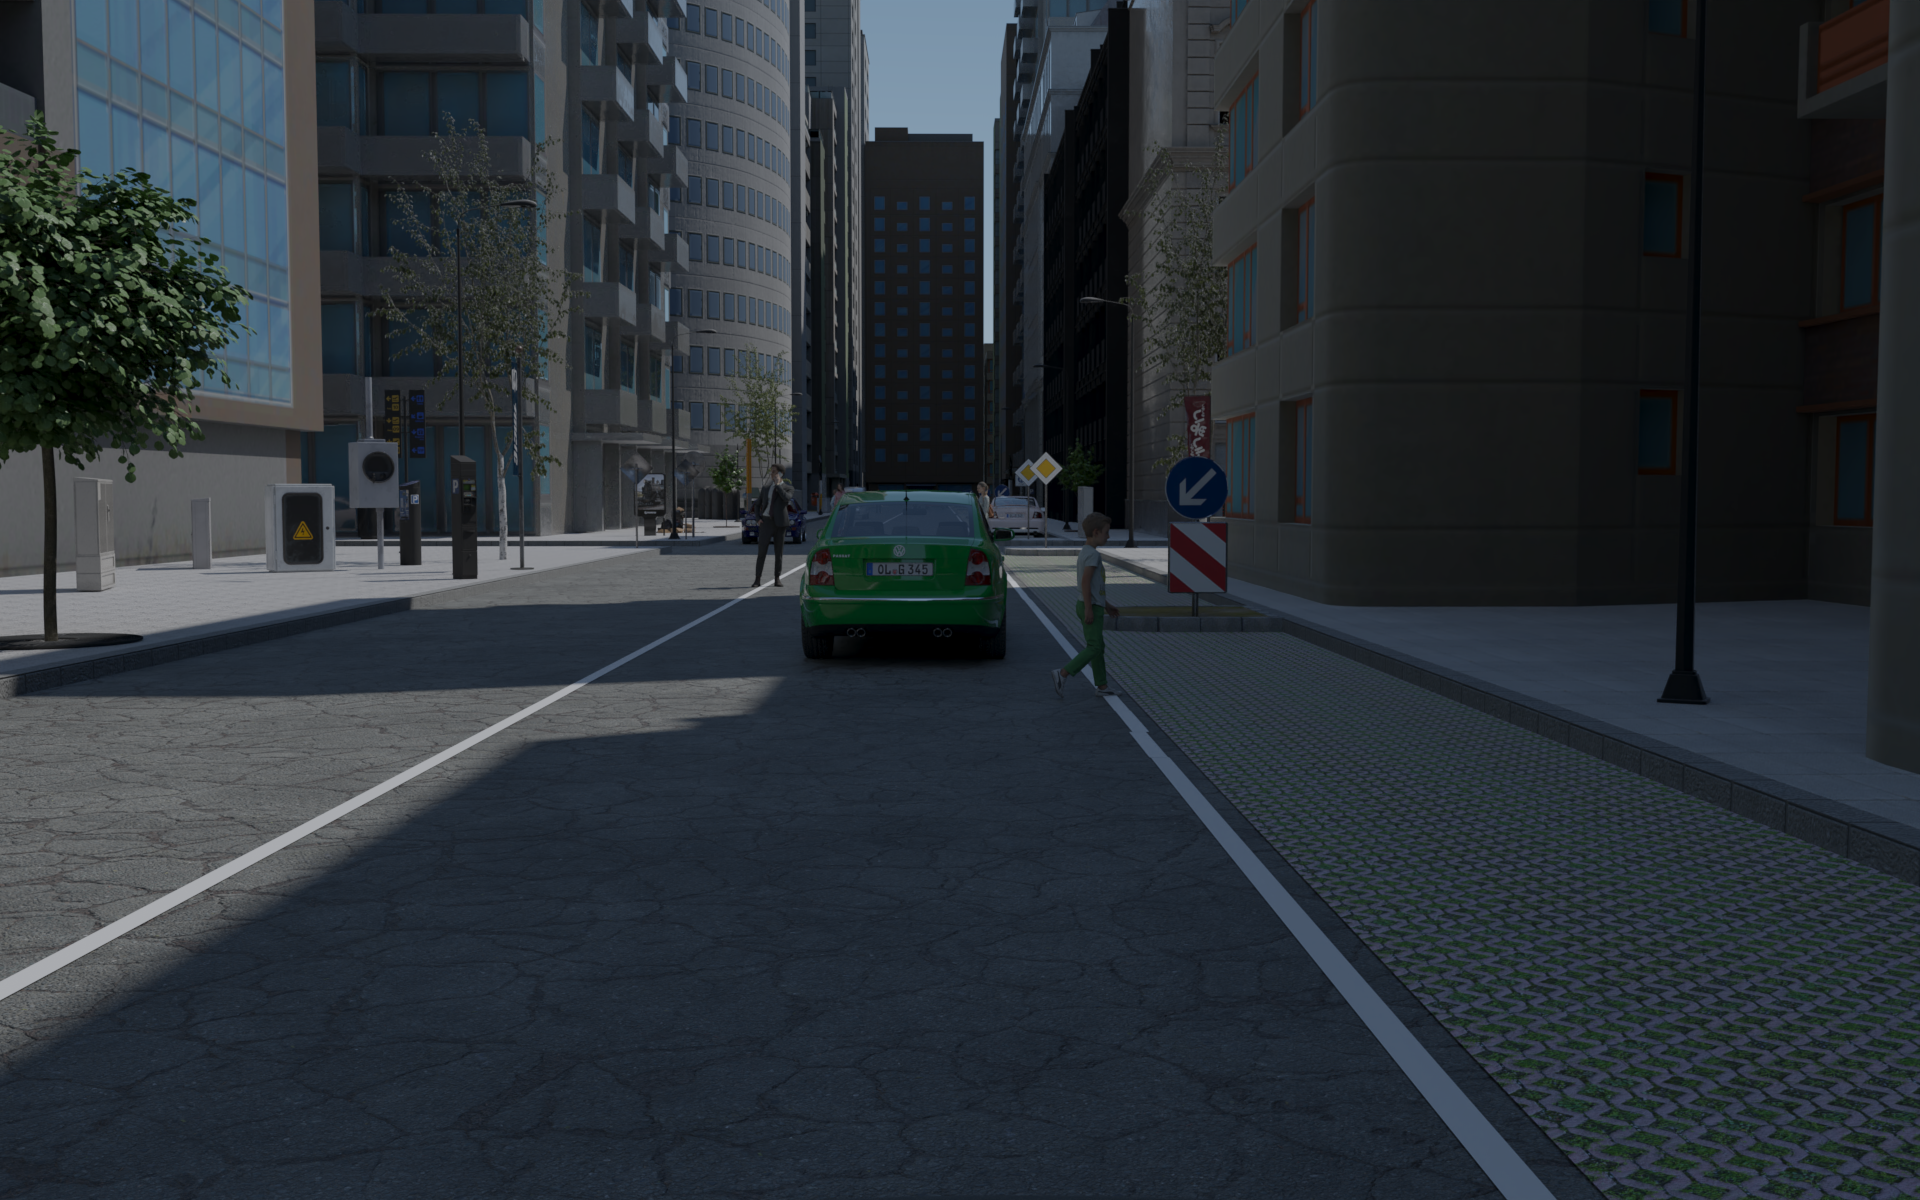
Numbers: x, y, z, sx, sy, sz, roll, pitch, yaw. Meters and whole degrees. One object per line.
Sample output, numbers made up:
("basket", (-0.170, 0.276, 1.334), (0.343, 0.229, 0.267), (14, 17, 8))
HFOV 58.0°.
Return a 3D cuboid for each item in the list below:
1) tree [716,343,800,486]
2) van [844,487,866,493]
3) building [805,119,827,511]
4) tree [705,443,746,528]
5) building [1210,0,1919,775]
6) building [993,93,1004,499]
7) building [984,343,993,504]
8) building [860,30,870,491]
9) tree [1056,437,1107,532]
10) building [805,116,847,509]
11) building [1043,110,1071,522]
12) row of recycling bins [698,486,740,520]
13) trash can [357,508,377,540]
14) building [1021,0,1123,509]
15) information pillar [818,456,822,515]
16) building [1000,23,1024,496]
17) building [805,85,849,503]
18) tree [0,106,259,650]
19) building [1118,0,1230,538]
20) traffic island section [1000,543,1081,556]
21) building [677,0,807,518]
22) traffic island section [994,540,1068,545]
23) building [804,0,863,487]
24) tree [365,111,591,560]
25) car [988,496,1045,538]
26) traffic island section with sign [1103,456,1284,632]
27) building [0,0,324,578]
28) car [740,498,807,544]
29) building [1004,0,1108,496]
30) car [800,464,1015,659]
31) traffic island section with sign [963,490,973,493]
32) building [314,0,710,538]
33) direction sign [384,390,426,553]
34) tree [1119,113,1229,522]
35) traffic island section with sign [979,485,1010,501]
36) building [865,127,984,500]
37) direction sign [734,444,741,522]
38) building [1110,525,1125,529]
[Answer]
("tree", (-9.569, -8.144, 83.515), (4.737, 8.622, 4.395), (0, 3, 0))
("van", (-6.079, -5.618, 98.861), (2.013, 2.044, 4.112), (0, 4, 0))
("building", (-17.657, -21.979, 131.056), (14.160, 30.474, 14.107), (0, 4, -1))
("tree", (-8.808, -4.381, 66.228), (1.663, 3.219, 1.824), (0, 3, 0))
("building", (18.133, -10.318, 13.736), (27.650, 21.520, 28.899), (0, 4, -1))
("building", (10.993, -30.214, 177.586), (14.154, 41.232, 14.086), (0, 4, -1))
("building", (17.518, -23.114, 222.953), (28.899, 21.520, 27.650), (0, 4, -1))
("building", (-25.585, -41.398, 218.848), (28.212, 58.520, 21.231), (0, 4, -1))
("tree", (3.918, -3.926, 58.788), (1.663, 3.219, 1.824), (0, 3, 0))
("building", (-26.273, -27.999, 149.668), (32.217, 40.220, 23.993), (0, 4, -1))
("building", (10.786, -15.698, 86.340), (12.332, 23.373, 15.834), (0, 4, -1))
("row of recycling bins", (-12.209, -4.916, 87.487), (1.069, 1.692, 3.534), (-2, 4, -35))
("trash can", (-16.713, -2.281, 48.946), (0.748, 1.137, 0.748), (0, 3, 0))
("building", (10.120, -20.271, 108.916), (11.434, 29.767, 29.804), (0, 4, -1))
("information pillar", (-8.500, -6.978, 105.451), (0.183, 3.616, 0.504), (-1, 4, -16))
("building", (10.959, -31.383, 163.229), (14.600, 45.320, 14.200), (0, 4, -1))
("building", (-18.263, -29.673, 168.741), (14.154, 41.232, 14.086), (0, 4, -1))
("tree", (-7.784, -1.896, 14.717), (4.285, 4.588, 4.351), (0, 3, 0))
("building", (18.070, -15.780, 55.272), (25.104, 27.353, 12.463), (0, 4, -1))
("traffic island section", (2.062, -1.156, 41.186), (2.009, 0.180, 2.903), (0, 4, -1))
("building", (-20.754, -34.274, 102.373), (21.231, 58.520, 28.212), (0, 4, -1))
("traffic island section", (1.963, -1.645, 49.170), (2.009, 0.180, 2.903), (0, 4, -1))
("building", (-21.407, -45.838, 187.709), (20.611, 71.187, 20.563), (0, 4, -1))
("tree", (-8.997, -5.078, 33.395), (4.360, 8.622, 3.978), (0, 3, 0))
("car", (1.670, -2.526, 53.661), (2.083, 1.381, 4.827), (0, 4, 1))
("traffic island section with sign", (2.349, -0.621, 18.789), (1.989, 1.847, 2.006), (0, 4, -1))
("building", (-21.462, -23.304, 31.127), (14.200, 45.320, 14.600), (0, 4, -1))
("car", (-5.444, -2.343, 50.891), (1.945, 1.354, 3.894), (0, 4, -2))
("building", (15.773, -31.883, 140.887), (23.786, 49.044, 30.456), (0, 4, -1))
("car", (-0.451, -0.467, 16.433), (1.959, 1.807, 4.718), (0, 4, 1))
("traffic island section with sign", (1.322, -5.667, 101.283), (1.989, 1.847, 2.006), (0, 4, -1))
("building", (-22.328, -27.135, 63.272), (23.786, 49.044, 30.456), (0, 4, -1))
("direction sign", (-12.042, -2.793, 37.665), (0.876, 3.537, 0.379), (0, 4, 2))
("tree", (5.017, -5.148, 34.526), (4.360, 8.622, 3.978), (0, 3, 0))
("traffic island section with sign", (1.673, -4.006, 74.133), (1.989, 1.847, 2.006), (0, 4, -1))
("building", (-4.321, -34.532, 214.707), (14.200, 45.320, 14.600), (0, 4, -1))
("direction sign", (-10.134, -5.321, 78.989), (0.379, 3.537, 0.876), (0, 4, -7))
("building", (11.340, -14.700, 70.024), (12.332, 23.373, 15.834), (0, 4, -1))
